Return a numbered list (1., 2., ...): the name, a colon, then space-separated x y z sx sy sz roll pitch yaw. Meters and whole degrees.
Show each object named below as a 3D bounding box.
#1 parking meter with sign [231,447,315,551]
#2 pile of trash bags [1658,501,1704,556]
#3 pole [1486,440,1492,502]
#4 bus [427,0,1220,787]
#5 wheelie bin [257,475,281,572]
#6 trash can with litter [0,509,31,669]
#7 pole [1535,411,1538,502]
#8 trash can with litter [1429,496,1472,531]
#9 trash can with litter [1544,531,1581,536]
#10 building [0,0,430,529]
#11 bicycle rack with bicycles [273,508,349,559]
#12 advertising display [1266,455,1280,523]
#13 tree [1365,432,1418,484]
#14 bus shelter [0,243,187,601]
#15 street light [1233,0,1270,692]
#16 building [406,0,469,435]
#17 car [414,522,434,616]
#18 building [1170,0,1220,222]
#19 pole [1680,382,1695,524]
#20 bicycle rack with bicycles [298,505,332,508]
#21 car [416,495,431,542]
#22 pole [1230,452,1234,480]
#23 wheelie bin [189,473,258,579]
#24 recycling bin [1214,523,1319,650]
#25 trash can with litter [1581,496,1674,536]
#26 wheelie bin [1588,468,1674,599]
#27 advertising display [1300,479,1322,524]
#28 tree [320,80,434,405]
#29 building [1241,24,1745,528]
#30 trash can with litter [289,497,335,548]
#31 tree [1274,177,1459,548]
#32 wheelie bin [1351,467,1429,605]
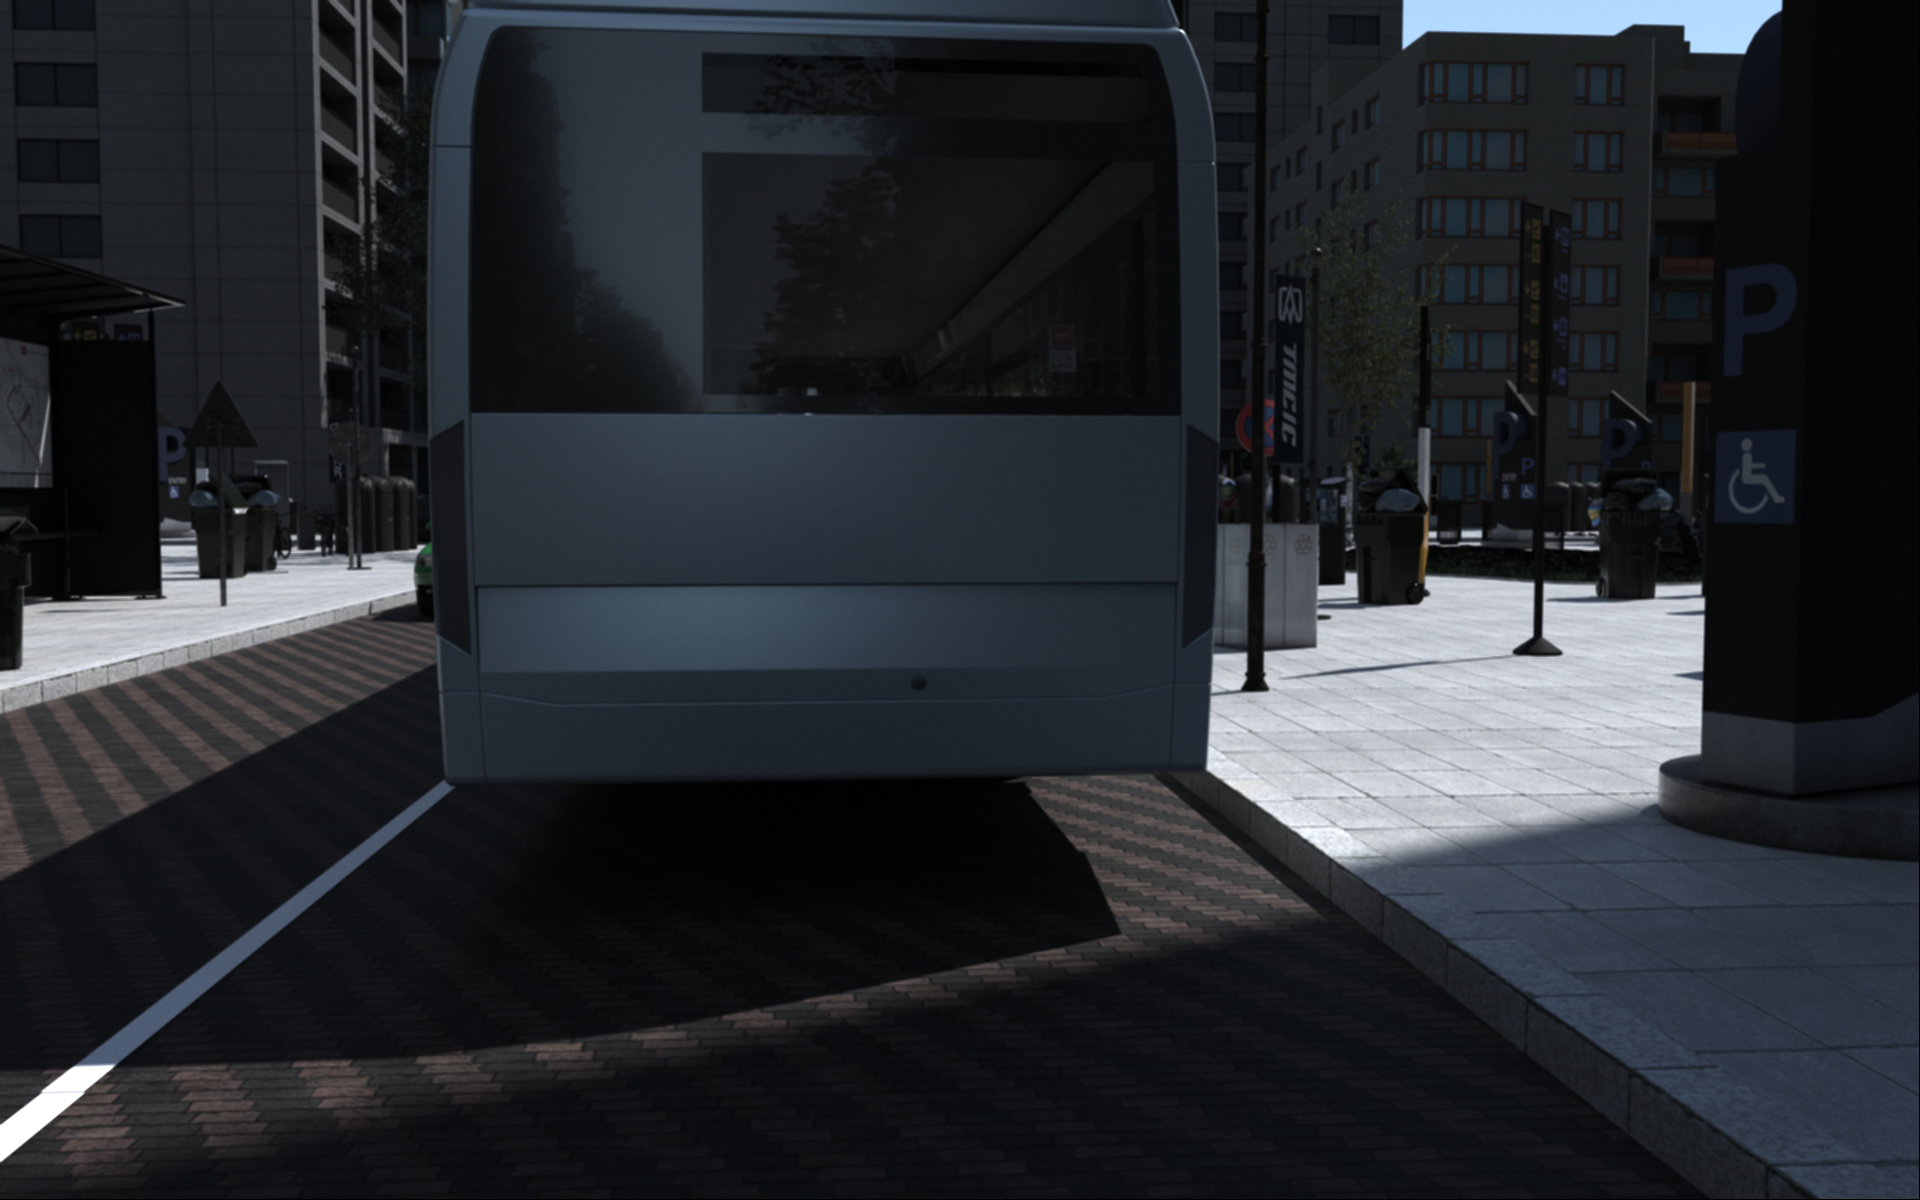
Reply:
1. parking meter with sign: -15.600 -2.632 39.299 1.738 3.016 0.543 -2 4 -30
2. pile of trash bags: 12.970 -1.159 28.698 1.912 1.369 3.447 -1 4 -16
3. pole: 19.961 -4.377 65.399 0.158 3.312 0.155 0 3 0
4. bus: -1.116 -1.059 12.180 2.948 3.499 13.247 0 4 -6
5. wheelie bin: -11.770 -1.276 28.776 0.980 1.594 0.693 0 4 0
6. trash can with litter: -7.351 -0.078 12.669 1.055 1.170 0.624 1 4 19
7. pole: 14.157 -2.964 42.309 0.158 3.312 0.155 0 3 0
8. trash can with litter: 16.861 -3.018 60.398 1.678 1.210 2.233 0 4 -6
9. trash can with litter: 18.999 -2.571 53.086 2.233 1.210 1.678 2 4 31
10. building: -32.366 -38.729 71.472 20.563 71.187 20.611 0 4 -5
11. bicycle rack with bicycles: -13.706 -1.357 35.564 2.852 0.926 2.925 -1 4 -21
12. advertising display: 5.029 -1.410 28.260 0.123 1.923 0.974 0 4 -5
13. tree: 13.306 -3.617 53.733 1.663 3.219 1.824 0 3 0
14. bus shelter: -10.004 -1.637 18.051 1.731 3.624 6.357 0 4 -5
15. street light: 1.930 -2.346 11.144 0.468 5.910 1.993 0 4 -5
16. building: -48.389 -33.978 175.155 30.456 49.044 23.786 0 4 -5
17. car: -5.587 -0.798 21.837 1.959 1.807 4.718 0 4 -4
18. building: 13.450 -40.754 104.579 20.563 71.187 20.611 0 4 -5
19. pole: 13.272 -2.309 31.603 0.158 3.312 0.155 0 3 0
20. bicycle rack with bicycles: -22.134 -2.791 59.012 2.852 0.926 2.925 -3 5 -43
21. car: -14.572 -2.251 46.597 4.222 1.686 2.009 0 4 -3
22. pole: 13.295 -5.558 84.709 0.158 3.312 0.155 0 3 0
23. wheelie bin: -11.304 -1.132 26.410 0.693 1.594 0.980 0 4 0
24. recycling bin: 2.536 -0.127 14.637 0.722 1.027 0.722 -2 4 -23
25. trash can with litter: 15.614 -1.722 39.216 1.678 1.210 2.233 -2 4 -33
26. wheelie bin: 8.283 -0.823 21.360 0.980 1.594 0.693 0 4 8
27. advertising display: 14.616 -4.097 72.199 0.974 1.923 0.123 -1 4 -16
28. tree: -9.386 -6.223 36.165 8.767 10.594 7.601 0 4 -2
29. building: 30.658 -14.370 79.994 28.899 21.520 27.650 0 4 -5
30. trash can with litter: -15.815 -1.866 41.572 2.233 1.210 1.678 0 4 4
31. tree: 9.555 -5.562 41.303 4.737 8.622 4.395 0 3 0
32. wheelie bin: 5.011 -0.754 20.230 0.693 1.594 0.980 -2 4 -28
